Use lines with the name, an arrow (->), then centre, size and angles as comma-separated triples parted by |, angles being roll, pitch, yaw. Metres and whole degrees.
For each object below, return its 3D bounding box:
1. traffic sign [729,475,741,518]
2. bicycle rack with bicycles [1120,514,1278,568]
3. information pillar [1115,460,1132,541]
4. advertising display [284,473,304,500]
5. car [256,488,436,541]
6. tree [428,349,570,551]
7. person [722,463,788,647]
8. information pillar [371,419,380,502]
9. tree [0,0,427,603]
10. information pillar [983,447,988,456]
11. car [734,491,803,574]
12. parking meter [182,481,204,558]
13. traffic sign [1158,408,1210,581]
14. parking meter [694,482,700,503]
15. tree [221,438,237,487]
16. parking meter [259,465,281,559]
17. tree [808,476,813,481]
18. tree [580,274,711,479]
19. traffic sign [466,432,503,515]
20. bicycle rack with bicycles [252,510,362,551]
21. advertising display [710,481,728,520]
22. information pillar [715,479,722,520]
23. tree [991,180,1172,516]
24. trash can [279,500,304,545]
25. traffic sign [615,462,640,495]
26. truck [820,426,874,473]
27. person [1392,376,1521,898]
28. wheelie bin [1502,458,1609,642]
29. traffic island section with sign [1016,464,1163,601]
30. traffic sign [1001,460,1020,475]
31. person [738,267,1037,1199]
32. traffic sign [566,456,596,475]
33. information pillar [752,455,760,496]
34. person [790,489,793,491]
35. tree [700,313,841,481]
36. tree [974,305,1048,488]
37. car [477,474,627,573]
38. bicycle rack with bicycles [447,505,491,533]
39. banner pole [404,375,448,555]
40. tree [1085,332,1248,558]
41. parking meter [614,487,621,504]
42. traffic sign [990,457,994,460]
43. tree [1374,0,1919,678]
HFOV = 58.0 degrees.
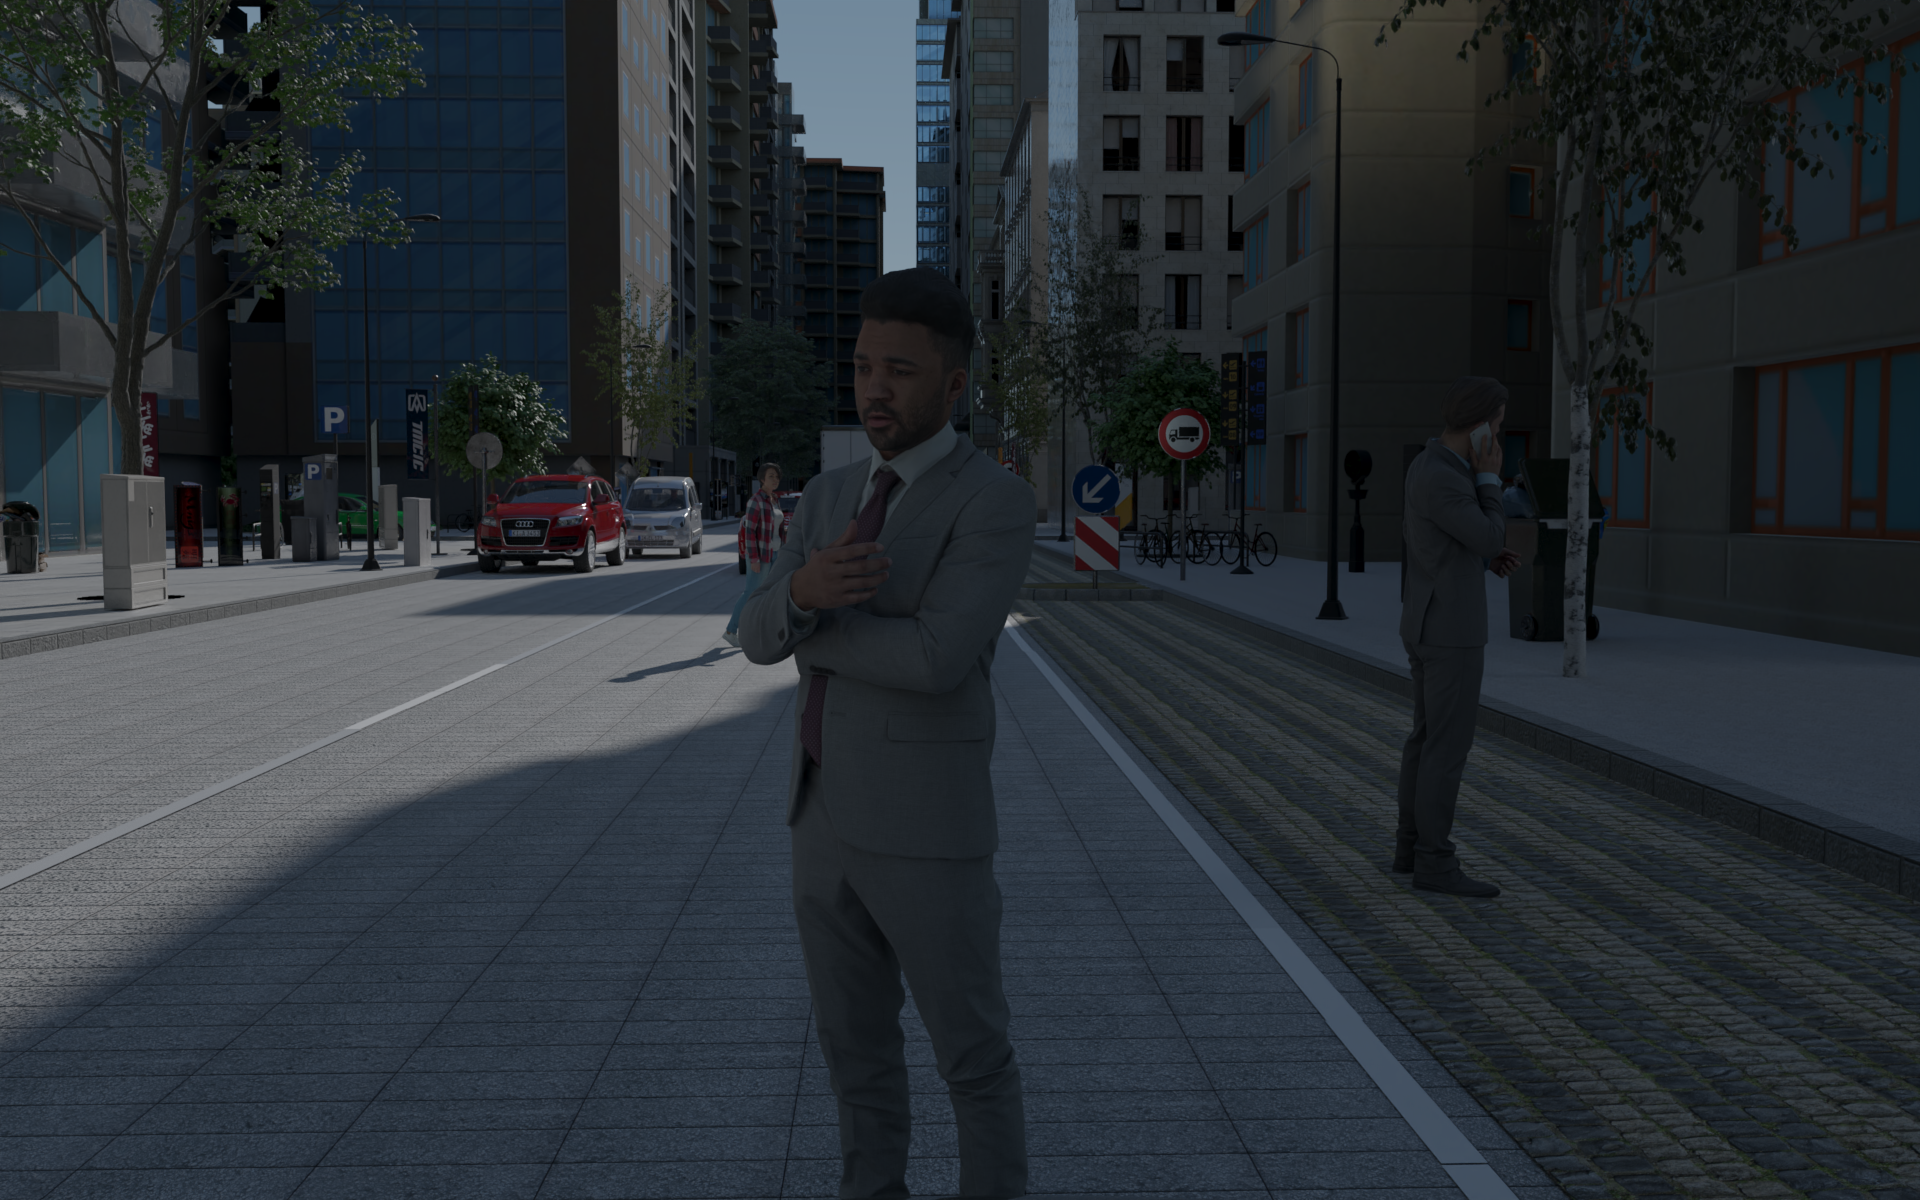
traffic sign -> -11.892, -5.466, 91.501 | 0.606, 2.300, 0.079 | 0, 4, 6
bicycle rack with bicycles -> 3.971, -1.091, 31.214 | 2.852, 0.926, 2.925 | -2, 4, -23
information pillar -> 4.438, -3.408, 47.079 | 0.504, 3.616, 0.183 | 2, 4, 31
advertising display -> -20.266, -2.922, 52.985 | 0.123, 1.923, 0.974 | 1, 4, 19
car -> -17.057, -2.415, 48.285 | 4.718, 1.807, 1.959 | 0, 4, -2
tree -> -10.618, -3.406, 39.405 | 4.285, 4.588, 4.351 | 0, 3, 0
person -> -1.875, -0.425, 16.284 | 0.643, 1.720, 0.563 | 1, 4, 21
information pillar -> -18.252, -3.828, 53.943 | 0.504, 3.616, 0.183 | 2, 4, 32
tree -> -9.943, -5.805, 20.661 | 9.928, 11.665, 9.643 | 0, 3, 0
information pillar -> 1.206, -5.810, 86.350 | 0.504, 3.616, 0.183 | 3, 5, 42
car -> -3.175, -1.434, 32.484 | 2.155, 1.783, 4.494 | 0, 4, -4
parking meter -> -15.390, -1.610, 34.734 | 0.372, 1.533, 0.369 | 0, 3, 0
traffic sign -> 3.310, -1.562, 25.642 | 0.768, 2.556, 0.104 | 0, 4, 2
parking meter -> -12.716, -4.780, 83.866 | 0.255, 1.863, 0.399 | 0, 4, -3
tree -> -36.563, -6.223, 85.454 | 4.285, 4.588, 4.351 | 0, 3, 0
parking meter -> -13.607, -1.739, 34.148 | 0.255, 1.863, 0.399 | 0, 4, -1
tree -> -15.879, -11.707, 186.015 | 1.663, 3.219, 1.824 | 0, 3, 0
tree -> -10.771, -6.647, 59.034 | 4.737, 8.622, 4.395 | 0, 3, 0
traffic sign -> -9.791, -2.174, 35.648 | 0.768, 2.556, 0.104 | 0, 4, 2
bicycle rack with bicycles -> -15.138, -1.630, 40.032 | 2.852, 0.926, 2.925 | -1, 4, -16
advertising display -> -12.071, -4.988, 86.760 | 0.974, 1.923, 0.123 | 1, 4, 16
information pillar -> -11.957, -4.945, 85.342 | 0.304, 2.012, 0.304 | 2, 4, 32
tree -> 3.063, -5.500, 40.284 | 4.360, 8.622, 3.978 | 0, 3, 0
trash can -> -16.813, -1.962, 43.735 | 0.748, 1.137, 0.748 | 0, 3, 0
traffic sign -> -10.366, -3.082, 54.030 | 0.795, 2.450, 0.064 | 0, 4, -2
truck -> -4.499, -5.351, 76.395 | 2.839, 4.237, 11.283 | 0, 4, 0
person -> 1.820, 0.123, 6.299 | 0.447, 1.846, 0.655 | 0, 4, 1
wheelie bin -> 5.183, -0.450, 15.273 | 0.980, 1.594, 0.693 | -1, 4, -9
traffic island section with sign -> 1.691, -0.940, 23.998 | 1.989, 1.847, 2.006 | 0, 4, -2
traffic sign -> 1.843, -3.953, 64.745 | 0.768, 2.556, 0.104 | 0, 4, -1
person -> -0.135, 0.356, 2.866 | 0.511, 1.800, 0.466 | 2, 4, 26
traffic sign -> -10.066, -2.594, 46.051 | 0.795, 2.450, 0.064 | 0, 4, -2
information pillar -> -12.356, -6.958, 105.118 | 0.504, 3.616, 0.183 | 1, 4, 11
person -> -11.753, -6.876, 121.113 | 0.537, 1.800, 0.526 | 1, 4, 11
tree -> -13.592, -13.216, 122.738 | 9.857, 13.997, 8.962 | 0, 3, 0
tree -> 2.685, -7.205, 68.162 | 4.737, 8.622, 4.395 | 0, 3, 0
car -> -7.749, -1.503, 33.240 | 2.281, 1.827, 5.304 | 0, 4, -1
bicycle rack with bicycles -> -15.872, -2.728, 57.981 | 2.925, 0.926, 2.852 | 2, 4, 29
banner pole -> -11.216, -2.835, 36.362 | 0.863, 3.779, 0.401 | -3, 4, -36
tree -> 4.356, -3.154, 35.288 | 4.285, 4.588, 4.351 | 0, 3, 0
parking meter -> -12.002, -3.181, 60.425 | 0.372, 1.533, 0.369 | 0, 3, 0
traffic sign -> 0.821, -2.617, 46.437 | 0.795, 2.450, 0.064 | 0, 4, -2
tree -> 4.546, -3.760, 11.845 | 4.360, 8.622, 3.978 | 0, 3, 0
